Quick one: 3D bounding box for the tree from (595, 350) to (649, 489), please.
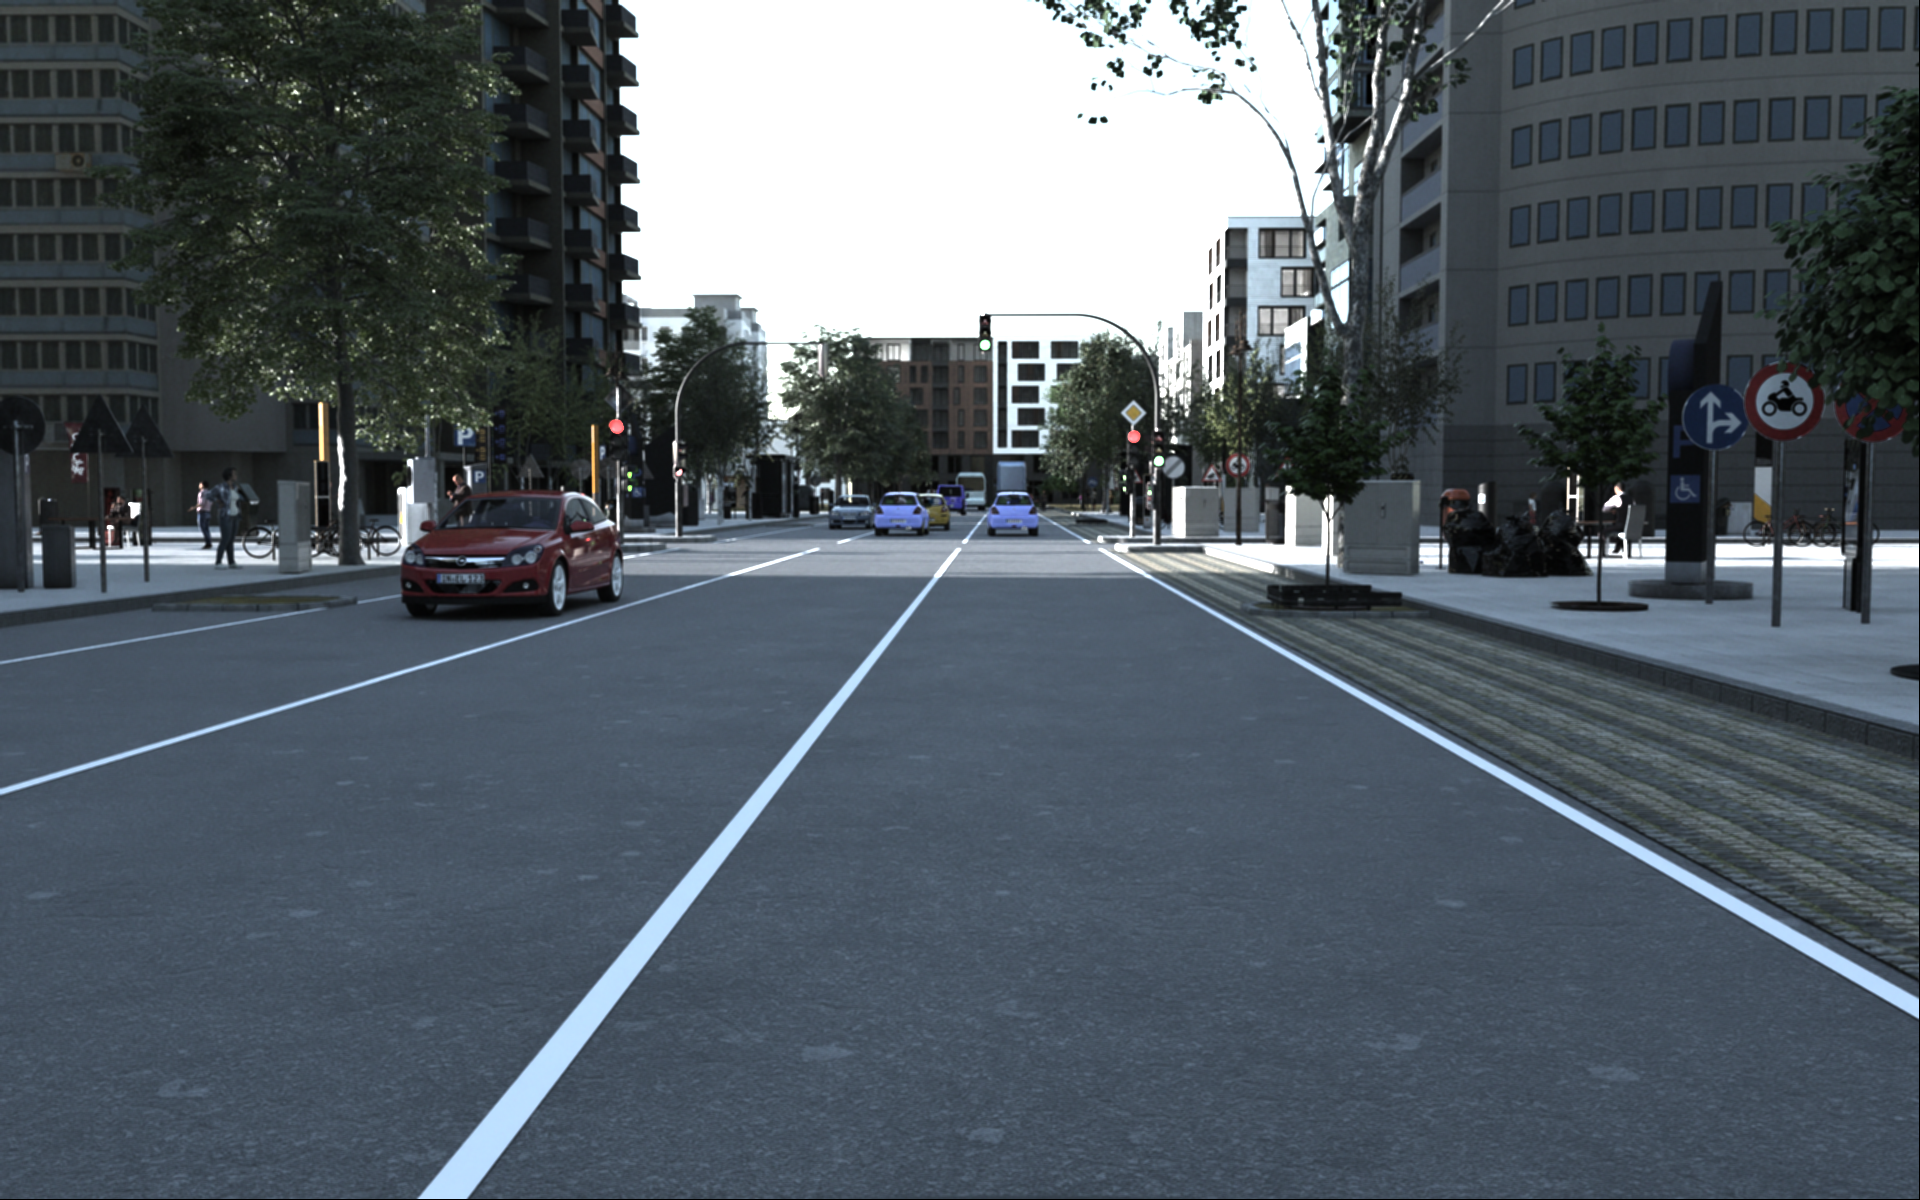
[{"bbox_3d":[-16.803,-8.486,89.103,4.360,8.622,3.978,0,3,0],"label":"tree"}]

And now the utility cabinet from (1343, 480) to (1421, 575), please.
[{"bbox_3d":[6.716,-1.158,27.617,1.173,1.500,0.318,3,5,40],"label":"utility cabinet"}]

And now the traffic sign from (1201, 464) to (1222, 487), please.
[{"bbox_3d":[10.796,-4.546,74.335,0.884,2.594,0.081,0,4,3],"label":"traffic sign"}]

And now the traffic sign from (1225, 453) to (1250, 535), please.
[{"bbox_3d":[8.605,-3.278,53.694,0.768,2.556,0.104,0,4,4],"label":"traffic sign"}]

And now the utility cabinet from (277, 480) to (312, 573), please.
[{"bbox_3d":[-10.867,-1.202,28.328,0.318,1.500,1.173,-1,4,-10],"label":"utility cabinet"}]

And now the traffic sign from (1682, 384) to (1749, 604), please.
[{"bbox_3d":[8.753,-1.226,20.159,0.768,2.556,0.104,0,4,2],"label":"traffic sign"}]

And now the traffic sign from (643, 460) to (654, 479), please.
[{"bbox_3d":[-11.203,-3.725,60.907,0.884,2.594,0.081,0,4,3],"label":"traffic sign"}]

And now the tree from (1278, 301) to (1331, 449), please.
[{"bbox_3d":[14.284,-6.923,63.556,4.360,8.622,3.978,0,3,0],"label":"tree"}]

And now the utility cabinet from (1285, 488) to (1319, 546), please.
[{"bbox_3d":[8.493,-2.080,42.690,1.173,1.500,0.318,-3,5,-42],"label":"utility cabinet"}]

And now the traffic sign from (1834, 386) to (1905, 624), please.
[{"bbox_3d":[8.973,-1.039,17.086,0.768,2.556,0.104,0,4,5],"label":"traffic sign"}]

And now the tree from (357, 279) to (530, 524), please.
[{"bbox_3d":[-17.986,-6.614,58.506,4.737,8.622,4.395,0,3,0],"label":"tree"}]

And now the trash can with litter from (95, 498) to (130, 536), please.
[{"bbox_3d":[-26.284,-2.589,53.711,1.055,1.170,0.624,-1,4,-17],"label":"trash can with litter"}]

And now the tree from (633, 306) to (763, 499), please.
[{"bbox_3d":[-15.724,-11.373,104.078,7.486,12.596,7.792,0,3,0],"label":"tree"}]

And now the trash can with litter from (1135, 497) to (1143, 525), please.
[{"bbox_3d":[7.552,-3.693,71.760,0.624,1.170,1.055,0,4,1],"label":"trash can with litter"}]

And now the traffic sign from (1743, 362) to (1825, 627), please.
[{"bbox_3d":[7.901,-1.014,16.693,0.768,2.556,0.104,0,4,3],"label":"traffic sign"}]

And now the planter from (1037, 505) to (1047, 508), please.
[{"bbox_3d":[8.368,-9.800,181.374,1.991,0.319,1.994,0,4,1],"label":"planter"}]

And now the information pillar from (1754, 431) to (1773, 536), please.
[{"bbox_3d":[24.430,-3.748,52.629,0.504,3.616,0.183,2,4,29],"label":"information pillar"}]

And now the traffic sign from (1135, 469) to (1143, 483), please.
[{"bbox_3d":[8.583,-5.220,85.352,0.884,2.594,0.081,0,4,3],"label":"traffic sign"}]

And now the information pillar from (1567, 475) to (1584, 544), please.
[{"bbox_3d":[15.708,-2.428,44.192,0.304,2.012,0.304,-3,5,-42],"label":"information pillar"}]

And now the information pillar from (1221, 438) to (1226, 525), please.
[{"bbox_3d":[11.073,-4.975,72.699,0.183,3.616,0.504,0,4,-2],"label":"information pillar"}]

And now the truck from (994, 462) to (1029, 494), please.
[{"bbox_3d":[4.172,-9.017,137.187,2.967,4.110,18.799,0,4,1],"label":"truck"}]

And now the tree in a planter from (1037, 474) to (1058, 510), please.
[{"bbox_3d":[7.700,-9.610,154.350,1.991,3.239,1.994,0,4,1],"label":"tree in a planter"}]

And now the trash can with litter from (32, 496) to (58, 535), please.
[{"bbox_3d":[-28.940,-2.633,54.113,1.678,1.210,2.233,3,5,42],"label":"trash can with litter"}]

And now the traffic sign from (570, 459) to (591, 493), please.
[{"bbox_3d":[-13.646,-3.806,62.341,0.768,2.556,0.104,0,4,2],"label":"traffic sign"}]

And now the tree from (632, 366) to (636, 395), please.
[{"bbox_3d":[-17.517,-8.109,82.941,4.737,8.622,4.395,0,3,0],"label":"tree"}]

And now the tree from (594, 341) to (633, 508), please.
[{"bbox_3d":[-17.945,-7.727,76.693,4.737,8.622,4.395,0,3,0],"label":"tree"}]

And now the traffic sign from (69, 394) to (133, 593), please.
[{"bbox_3d":[-11.138,-1.374,22.463,0.884,2.594,0.081,0,4,7],"label":"traffic sign"}]

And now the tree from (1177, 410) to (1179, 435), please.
[{"bbox_3d":[14.316,-9.032,98.029,4.737,8.622,4.395,0,3,0],"label":"tree"}]

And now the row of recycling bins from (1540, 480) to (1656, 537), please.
[{"bbox_3d":[19.407,-2.794,52.795,3.534,1.692,1.069,3,5,42],"label":"row of recycling bins"}]

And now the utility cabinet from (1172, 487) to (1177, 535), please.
[{"bbox_3d":[7.026,-2.706,52.920,0.318,1.500,1.173,-3,5,-43],"label":"utility cabinet"}]

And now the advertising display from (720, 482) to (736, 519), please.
[{"bbox_3d":[-12.028,-5.153,89.462,0.974,1.923,0.123,-2,4,-29],"label":"advertising display"}]

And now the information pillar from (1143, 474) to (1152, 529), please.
[{"bbox_3d":[6.939,-3.650,64.163,0.304,2.012,0.304,0,4,4],"label":"information pillar"}]

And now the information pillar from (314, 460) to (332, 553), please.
[{"bbox_3d":[-13.907,-2.038,37.816,0.304,2.012,0.304,-1,4,-23],"label":"information pillar"}]

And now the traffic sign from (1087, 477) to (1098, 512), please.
[{"bbox_3d":[9.701,-7.749,126.794,0.768,2.556,0.104,0,4,6],"label":"traffic sign"}]

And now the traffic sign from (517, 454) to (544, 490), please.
[{"bbox_3d":[-13.836,-3.414,55.818,0.884,2.594,0.081,0,4,4],"label":"traffic sign"}]

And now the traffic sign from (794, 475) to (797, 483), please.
[{"bbox_3d":[-10.429,-6.517,106.651,0.768,2.556,0.104,1,4,10],"label":"traffic sign"}]

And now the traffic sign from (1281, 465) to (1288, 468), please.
[{"bbox_3d":[10.920,-3.537,57.833,0.884,2.594,0.081,1,4,10],"label":"traffic sign"}]

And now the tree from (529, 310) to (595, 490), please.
[{"bbox_3d":[-17.627,-7.260,69.063,4.737,8.622,4.395,0,3,0],"label":"tree"}]

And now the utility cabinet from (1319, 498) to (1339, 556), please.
[{"bbox_3d":[8.063,-1.668,35.947,1.173,1.500,0.318,-2,4,-31],"label":"utility cabinet"}]

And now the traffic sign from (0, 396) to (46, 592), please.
[{"bbox_3d":[-12.274,-1.374,22.566,0.768,2.556,0.104,0,4,5],"label":"traffic sign"}]

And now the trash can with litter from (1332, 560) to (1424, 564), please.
[{"bbox_3d":[7.705,-1.280,31.991,1.678,1.210,2.233,1,4,15],"label":"trash can with litter"}]

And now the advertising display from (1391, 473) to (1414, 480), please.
[{"bbox_3d":[13.775,-2.983,53.978,0.123,1.923,0.974,-2,4,-25],"label":"advertising display"}]

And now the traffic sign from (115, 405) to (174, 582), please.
[{"bbox_3d":[-11.882,-1.543,25.236,0.884,2.594,0.081,0,4,3],"label":"traffic sign"}]

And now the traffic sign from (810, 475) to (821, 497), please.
[{"bbox_3d":[-9.769,-7.145,116.923,0.768,2.556,0.104,0,4,5],"label":"traffic sign"}]

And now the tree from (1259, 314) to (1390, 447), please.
[{"bbox_3d":[15.551,-7.409,71.507,4.737,8.622,4.395,0,3,0],"label":"tree"}]

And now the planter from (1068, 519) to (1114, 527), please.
[{"bbox_3d":[5.802,-3.415,76.982,1.991,0.319,1.994,0,4,1],"label":"planter"}]

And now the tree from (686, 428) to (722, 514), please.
[{"bbox_3d":[-16.449,-9.948,113.017,4.737,8.622,4.395,0,3,0],"label":"tree"}]

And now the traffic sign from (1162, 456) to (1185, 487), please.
[{"bbox_3d":[7.127,-3.531,57.842,0.768,2.556,0.104,1,4,11],"label":"traffic sign"}]

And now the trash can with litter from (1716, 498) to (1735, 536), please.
[{"bbox_3d":[23.242,-2.567,53.356,1.055,1.170,0.624,-1,4,-17],"label":"trash can with litter"}]

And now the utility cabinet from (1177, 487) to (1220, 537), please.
[{"bbox_3d":[7.076,-2.595,51.100,1.173,1.500,0.318,-1,4,-23],"label":"utility cabinet"}]

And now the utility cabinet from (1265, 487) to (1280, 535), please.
[{"bbox_3d":[9.726,-2.766,53.908,0.318,1.500,1.173,0,4,3],"label":"utility cabinet"}]

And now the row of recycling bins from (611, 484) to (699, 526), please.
[{"bbox_3d":[-12.297,-3.833,69.781,3.534,1.692,1.069,-2,4,-28],"label":"row of recycling bins"}]

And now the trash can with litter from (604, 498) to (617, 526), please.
[{"bbox_3d":[-11.075,-2.643,54.601,0.624,1.170,1.055,-3,4,-38],"label":"trash can with litter"}]

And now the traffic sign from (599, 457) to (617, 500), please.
[{"bbox_3d":[-12.087,-3.637,59.569,0.768,2.556,0.104,1,4,9],"label":"traffic sign"}]

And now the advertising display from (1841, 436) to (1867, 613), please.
[{"bbox_3d":[9.858,-0.847,19.061,0.123,1.923,0.974,1,4,18],"label":"advertising display"}]

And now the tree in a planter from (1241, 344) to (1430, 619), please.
[{"bbox_3d":[4.417,-1.436,20.704,1.991,3.239,1.994,0,4,1],"label":"tree in a planter"}]
